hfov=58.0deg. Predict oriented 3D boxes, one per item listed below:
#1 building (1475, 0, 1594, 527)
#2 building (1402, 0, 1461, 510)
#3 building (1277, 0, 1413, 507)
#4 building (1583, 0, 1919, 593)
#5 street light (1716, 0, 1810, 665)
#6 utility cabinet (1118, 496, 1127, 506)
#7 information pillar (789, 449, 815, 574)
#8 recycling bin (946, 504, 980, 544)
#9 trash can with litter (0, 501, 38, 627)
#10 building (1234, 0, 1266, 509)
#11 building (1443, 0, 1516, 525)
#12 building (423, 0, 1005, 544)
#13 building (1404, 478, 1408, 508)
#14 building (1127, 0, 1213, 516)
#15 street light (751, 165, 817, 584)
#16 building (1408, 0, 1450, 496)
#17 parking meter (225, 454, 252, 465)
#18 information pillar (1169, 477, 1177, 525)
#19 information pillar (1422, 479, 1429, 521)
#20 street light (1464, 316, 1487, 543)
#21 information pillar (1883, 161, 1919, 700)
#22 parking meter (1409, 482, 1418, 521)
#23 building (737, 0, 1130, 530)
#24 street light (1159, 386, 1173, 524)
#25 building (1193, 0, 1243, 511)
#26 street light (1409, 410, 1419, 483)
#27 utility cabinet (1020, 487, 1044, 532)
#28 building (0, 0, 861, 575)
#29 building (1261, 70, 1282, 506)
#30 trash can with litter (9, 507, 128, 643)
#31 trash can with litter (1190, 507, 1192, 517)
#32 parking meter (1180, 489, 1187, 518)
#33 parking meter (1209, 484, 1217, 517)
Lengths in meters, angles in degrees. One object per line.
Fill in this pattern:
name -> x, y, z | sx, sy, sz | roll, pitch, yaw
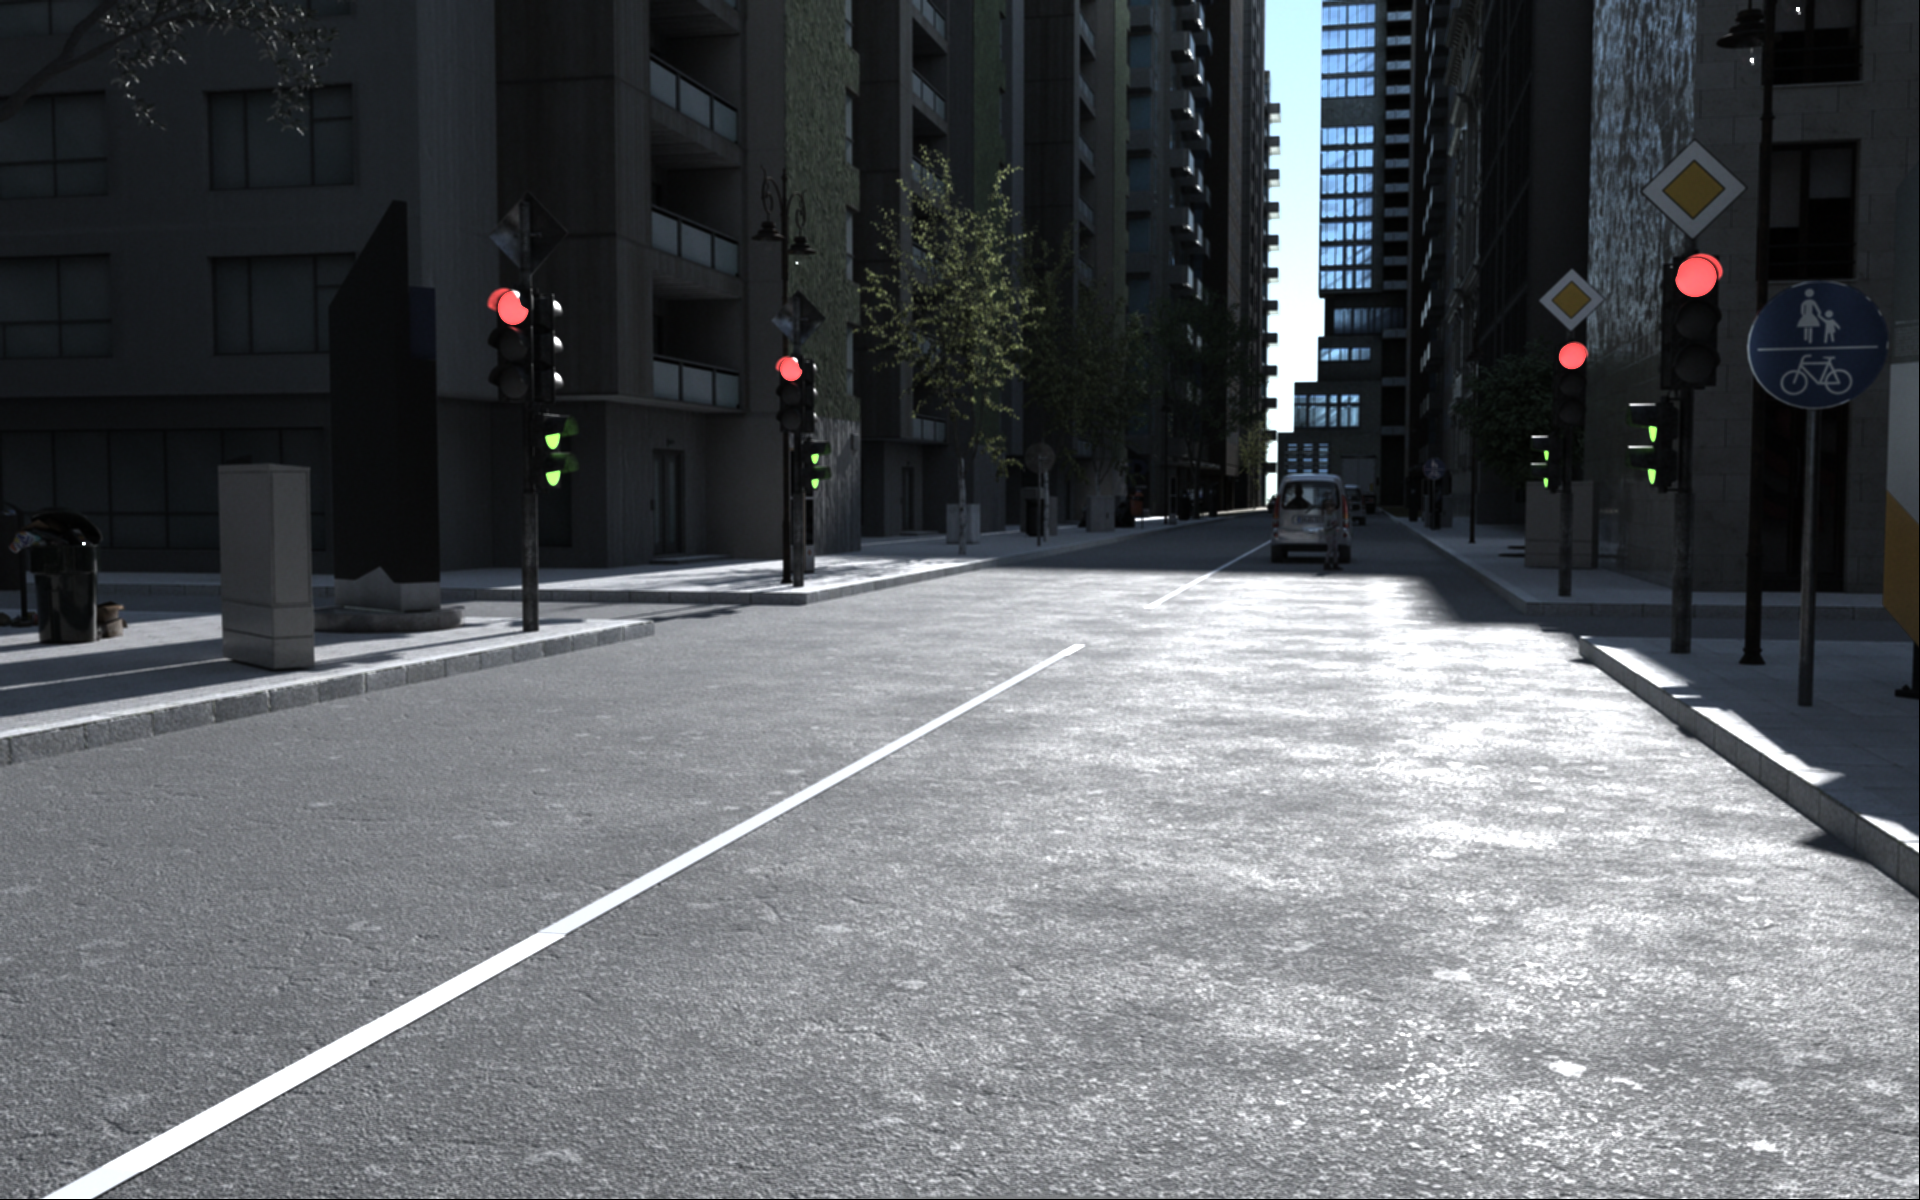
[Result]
building -> 25.334, -16.144, 57.455 | 14.314, 27.812, 24.014 | 1, 4, 13
building -> 44.834, -30.276, 145.127 | 14.600, 45.320, 14.200 | 1, 4, 13
building -> 50.689, -53.392, 185.623 | 31.000, 86.520, 22.319 | 1, 4, 13
building -> 18.854, -10.435, 25.361 | 16.860, 20.320, 10.420 | 1, 4, 13
street light -> 5.986, -2.454, 12.909 | 0.468, 5.910, 1.993 | 1, 4, 13
utility cabinet -> 6.600, -3.684, 71.389 | 0.306, 1.237, 1.020 | -1, 4, -10
information pillar -> -2.561, -1.440, 28.034 | 0.304, 2.012, 0.304 | 2, 4, 27
recycling bin -> 0.085, -1.963, 44.642 | 0.722, 1.027, 0.722 | 1, 4, 17
trash can with litter -> -9.772, -0.369, 17.095 | 2.233, 1.210, 1.678 | 0, 4, 7
building -> 17.488, -44.234, 161.472 | 20.611, 71.187, 20.563 | 1, 4, 13
building -> 30.275, -17.988, 81.495 | 14.401, 28.519, 23.554 | 1, 4, 13
building -> -6.780, -22.676, 54.340 | 14.154, 41.232, 14.086 | 1, 4, 13
building -> 48.238, -29.074, 158.956 | 14.154, 41.232, 14.086 | 1, 4, 13
building -> 4.744, -30.259, 114.337 | 23.786, 49.044, 30.456 | 1, 4, 13
street light -> -2.490, -3.178, 24.741 | 0.468, 5.910, 1.993 | 1, 4, 13
building -> 44.510, -30.741, 122.227 | 23.786, 49.044, 30.456 | 1, 4, 13
parking meter -> -10.598, -1.207, 25.450 | 0.399, 1.863, 0.255 | -2, 4, -25
information pillar -> 8.953, -4.182, 72.873 | 0.304, 2.012, 0.304 | 0, 4, -2
information pillar -> 22.089, -4.755, 82.235 | 0.304, 2.012, 0.304 | 1, 4, 12
street light -> 13.405, -4.426, 45.158 | 0.468, 5.910, 1.993 | 1, 4, 13
information pillar -> 6.042, -1.190, 10.818 | 0.183, 3.616, 0.504 | -1, 4, -19
parking meter -> 21.277, -4.623, 81.303 | 0.399, 1.863, 0.255 | 2, 4, 26
building -> -0.464, -23.970, 75.512 | 14.154, 41.232, 14.086 | 1, 4, 13
street light -> 8.836, -6.202, 74.191 | 0.468, 5.910, 1.993 | 1, 4, 13
building -> 14.582, -29.698, 135.679 | 14.600, 45.320, 14.200 | 1, 4, 13
street light -> 24.624, -7.420, 94.103 | 0.468, 5.910, 1.993 | 1, 4, 13
utility cabinet -> 2.395, -2.999, 57.705 | 0.318, 1.500, 1.173 | -2, 4, -25
building -> -10.591, -21.346, 32.597 | 14.154, 41.232, 14.086 | 1, 4, 13
building -> 20.351, -35.119, 193.800 | 30.456, 49.044, 23.786 | 1, 4, 13
trash can with litter -> -7.787, -0.233, 15.203 | 0.624, 1.170, 1.055 | 0, 4, -4
trash can with litter -> 12.890, -5.235, 96.973 | 0.624, 1.170, 1.055 | -1, 4, -17
parking meter -> 11.667, -5.016, 90.423 | 0.372, 1.533, 0.369 | 0, 3, 0
parking meter -> 13.945, -5.495, 95.553 | 0.255, 1.863, 0.399 | -2, 4, -33
